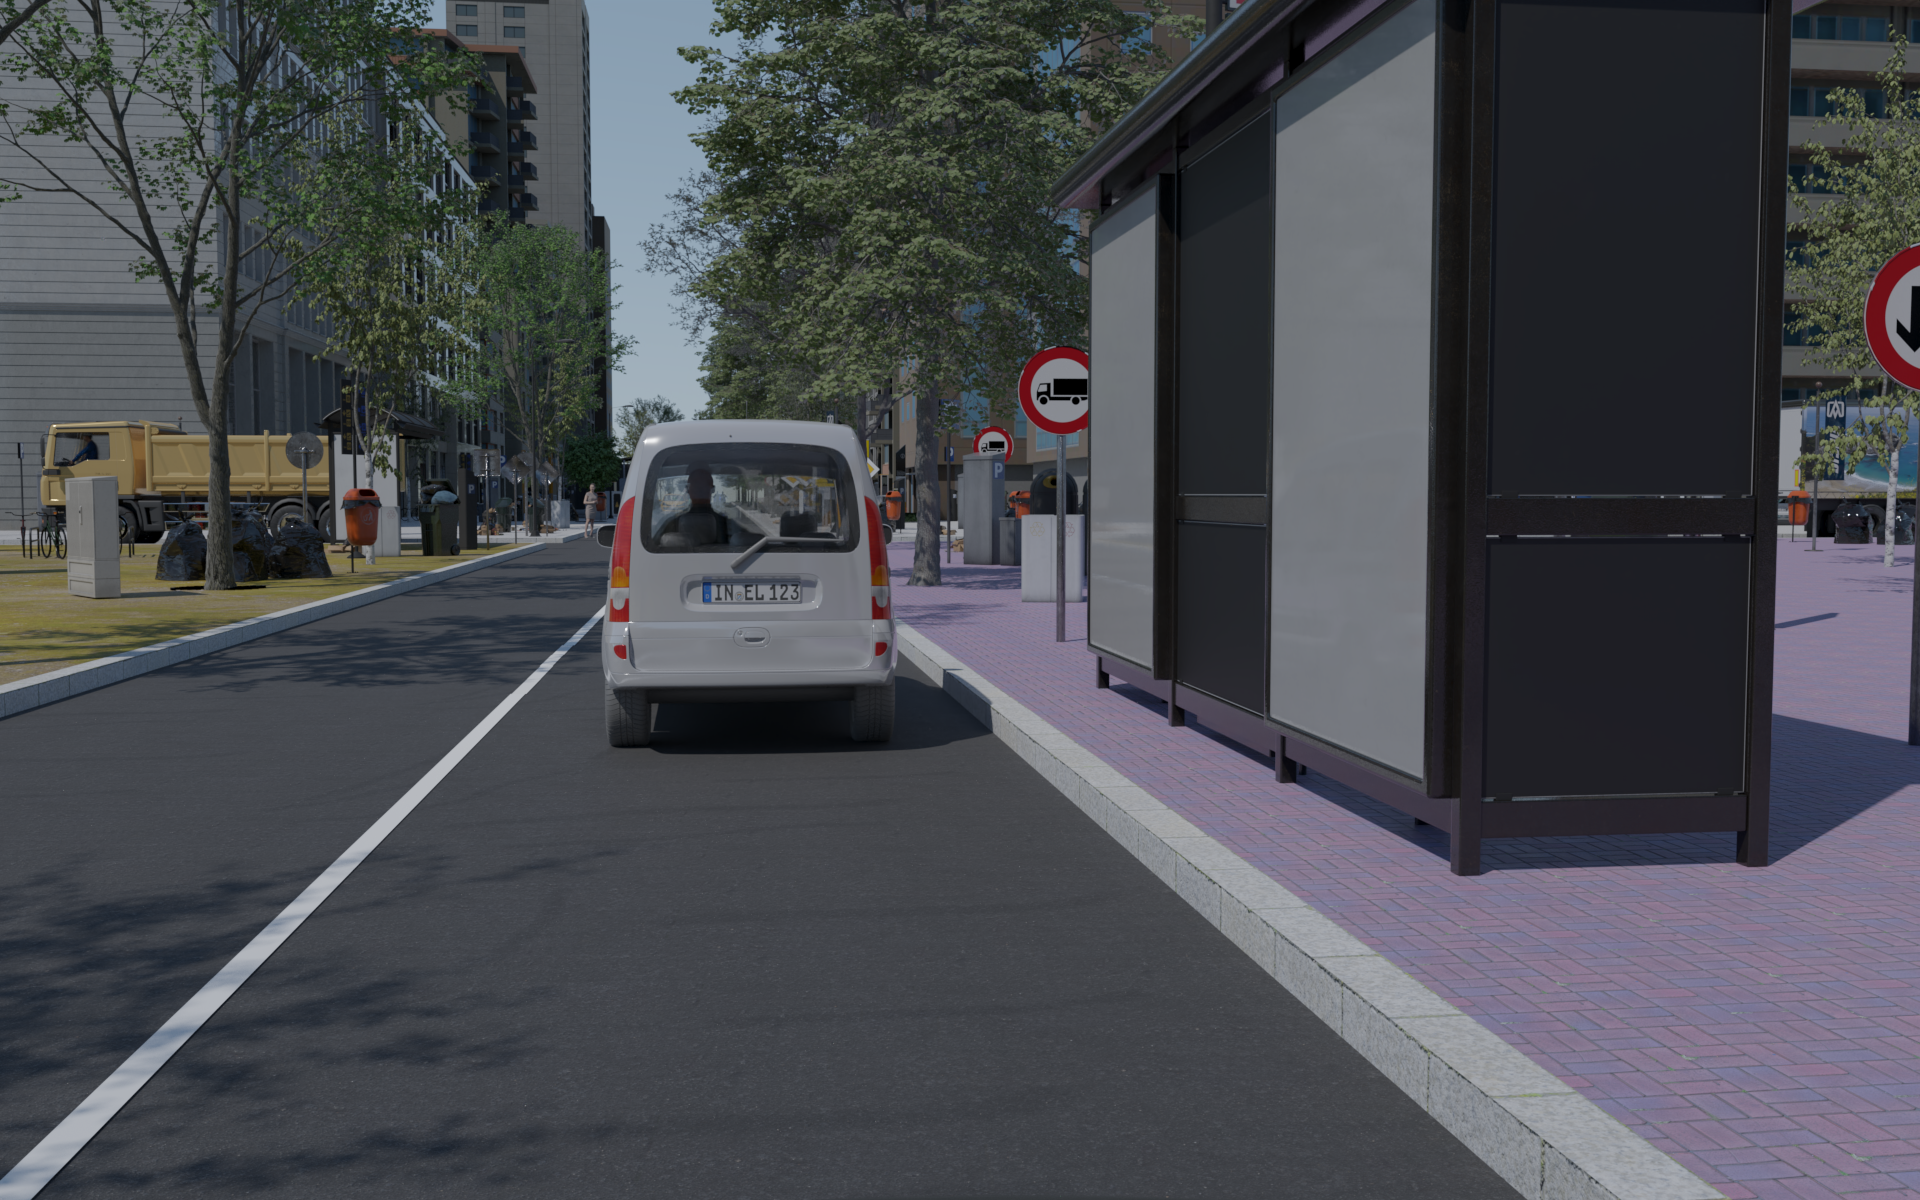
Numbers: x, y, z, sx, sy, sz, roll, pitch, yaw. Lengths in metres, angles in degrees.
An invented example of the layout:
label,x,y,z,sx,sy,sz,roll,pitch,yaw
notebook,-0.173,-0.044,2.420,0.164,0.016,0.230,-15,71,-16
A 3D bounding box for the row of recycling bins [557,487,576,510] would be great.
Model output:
label,x,y,z,sx,sy,sz,roll,pitch,yaw
row of recycling bins,-24.105,-6.136,107.439,1.069,1.692,3.534,-2,4,-30

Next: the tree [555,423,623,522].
label,x,y,z,sx,sy,sz,roll,pitch,yaw
tree,-16.973,-5.864,79.592,4.285,4.588,4.351,0,3,0

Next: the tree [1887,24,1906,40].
label,x,y,z,sx,sy,sz,roll,pitch,yaw
tree,12.416,-4.340,21.318,4.737,8.622,4.395,0,3,0

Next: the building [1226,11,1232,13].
label,x,y,z,sx,sy,sz,roll,pitch,yaw
building,10.964,-25.807,72.049,14.200,45.320,14.600,0,4,-8

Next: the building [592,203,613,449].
label,x,y,z,sx,sy,sz,roll,pitch,yaw
building,-61.629,-37.881,269.472,14.600,45.320,14.200,0,4,-8

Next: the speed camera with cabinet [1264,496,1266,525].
label,x,y,z,sx,sy,sz,roll,pitch,yaw
speed camera with cabinet,7.970,-3.071,44.554,2.038,3.252,0.660,-3,4,-38

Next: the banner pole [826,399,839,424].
label,x,y,z,sx,sy,sz,roll,pitch,yaw
banner pole,-3.348,-3.407,45.721,0.401,3.779,0.863,-2,4,-29

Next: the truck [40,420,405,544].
label,x,y,z,sx,sy,sz,roll,pitch,yaw
truck,-20.263,-3.114,46.843,9.791,3.379,3.469,0,4,-8

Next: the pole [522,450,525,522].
label,x,y,z,sx,sy,sz,roll,pitch,yaw
pole,-20.238,-5.294,80.403,0.158,3.312,0.155,0,3,0

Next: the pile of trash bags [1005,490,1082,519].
label,x,y,z,sx,sy,sz,roll,pitch,yaw
pile of trash bags,2.974,-2.882,56.875,3.447,1.369,1.912,3,5,41

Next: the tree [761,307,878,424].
label,x,y,z,sx,sy,sz,roll,pitch,yaw
tree,-5.034,-6.713,60.125,4.360,8.622,3.978,0,3,0

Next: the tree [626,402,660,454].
label,x,y,z,sx,sy,sz,roll,pitch,yaw
tree,-24.827,-11.465,137.807,4.360,8.622,3.978,0,3,0

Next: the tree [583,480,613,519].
label,x,y,z,sx,sy,sz,roll,pitch,yaw
tree,-18.407,-5.690,87.635,1.663,3.219,1.824,0,3,0

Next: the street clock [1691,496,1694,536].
label,x,y,z,sx,sy,sz,roll,pitch,yaw
street clock,16.700,-2.135,39.474,0.471,2.002,0.358,1,4,11

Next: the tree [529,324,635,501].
label,x,y,z,sx,sy,sz,roll,pitch,yaw
tree,-17.024,-7.484,72.732,4.737,8.622,4.395,0,3,0

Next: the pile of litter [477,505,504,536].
label,x,y,z,sx,sy,sz,roll,pitch,yaw
pile of litter,-14.825,-2.438,53.825,1.176,0.858,1.719,-2,4,-28

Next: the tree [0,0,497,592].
label,x,y,z,sx,sy,sz,roll,pitch,yaw
tree,-9.991,-5.932,22.750,9.928,11.665,9.643,0,3,0

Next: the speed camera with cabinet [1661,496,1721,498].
label,x,y,z,sx,sy,sz,roll,pitch,yaw
speed camera with cabinet,26.592,-4.201,63.014,0.660,3.252,2.038,-3,4,-37

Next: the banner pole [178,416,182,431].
label,x,y,z,sx,sy,sz,roll,pitch,yaw
banner pole,-25.049,-4.015,55.668,0.401,3.779,0.863,-1,4,-17

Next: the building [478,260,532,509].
label,x,y,z,sx,sy,sz,roll,pitch,yaw
building,-49.796,-17.914,137.933,27.650,21.520,28.899,0,4,-8

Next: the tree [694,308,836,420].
label,x,y,z,sx,sy,sz,roll,pitch,yaw
tree,-12.216,-12.373,108.955,9.857,13.997,8.962,0,3,0

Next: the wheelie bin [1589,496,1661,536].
label,x,y,z,sx,sy,sz,roll,pitch,yaw
wheelie bin,8.235,-0.833,21.536,0.693,1.594,0.980,-2,4,-25

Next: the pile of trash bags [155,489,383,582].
label,x,y,z,sx,sy,sz,roll,pitch,yaw
pile of trash bags,-10.453,-1.040,26.758,1.912,1.369,3.447,2,4,34

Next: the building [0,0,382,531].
label,x,y,z,sx,sy,sz,roll,pitch,yaw
building,-33.490,-18.164,74.470,11.434,29.767,29.804,0,4,-8

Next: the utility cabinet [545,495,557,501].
label,x,y,z,sx,sy,sz,roll,pitch,yaw
utility cabinet,-26.510,-6.196,112.473,0.306,1.237,1.020,2,4,35

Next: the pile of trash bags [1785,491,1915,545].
label,x,y,z,sx,sy,sz,roll,pitch,yaw
pile of trash bags,23.227,-2.165,45.145,1.912,1.369,3.447,-3,4,-37

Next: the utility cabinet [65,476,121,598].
label,x,y,z,sx,sy,sz,roll,pitch,yaw
utility cabinet,-10.794,-0.786,21.524,0.318,1.500,1.173,-3,5,-41

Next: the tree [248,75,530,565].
label,x,y,z,sx,sy,sz,roll,pitch,yaw
tree,-10.514,-4.955,31.371,4.737,8.622,4.395,0,3,0

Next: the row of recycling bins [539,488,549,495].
label,x,y,z,sx,sy,sz,roll,pitch,yaw
row of recycling bins,-28.700,-6.892,119.794,1.069,1.692,3.534,-1,4,-10

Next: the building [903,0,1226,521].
label,x,y,z,sx,sy,sz,roll,pitch,yaw
building,4.443,-26.860,89.272,14.600,45.320,14.200,0,4,-8

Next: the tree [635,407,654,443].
label,x,y,z,sx,sy,sz,roll,pitch,yaw
tree,-27.244,-11.921,145.268,4.737,8.622,4.395,0,3,0

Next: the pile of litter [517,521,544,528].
label,x,y,z,sx,sy,sz,roll,pitch,yaw
pile of litter,-16.426,-3.249,67.083,1.719,0.858,1.176,-3,5,-40

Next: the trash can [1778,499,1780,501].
label,x,y,z,sx,sy,sz,roll,pitch,yaw
trash can,22.298,-2.223,47.999,0.748,1.137,0.748,0,3,0

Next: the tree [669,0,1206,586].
label,x,y,z,sx,sy,sz,roll,pitch,yaw
tree,-0.385,-6.503,24.451,7.486,12.596,7.792,0,3,0

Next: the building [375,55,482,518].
label,x,y,z,sx,sy,sz,roll,pitch,yaw
building,-41.542,-18.420,105.682,19.350,26.468,34.151,0,4,-8

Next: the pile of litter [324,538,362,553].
label,x,y,z,sx,sy,sz,roll,pitch,yaw
pile of litter,-13.234,-1.457,37.784,1.176,0.858,1.719,-3,5,-41

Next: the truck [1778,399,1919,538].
label,x,y,z,sx,sy,sz,roll,pitch,yaw
truck,30.257,-3.921,53.017,11.283,4.237,2.839,0,4,-7

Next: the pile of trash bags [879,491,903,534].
label,x,y,z,sx,sy,sz,roll,pitch,yaw
pile of trash bags,-2.849,-2.899,57.148,1.912,1.369,3.447,-2,4,-31

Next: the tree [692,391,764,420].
label,x,y,z,sx,sy,sz,roll,pitch,yaw
tree,-34.799,-25.124,266.667,12.611,20.169,13.585,0,3,0

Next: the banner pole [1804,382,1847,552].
label,x,y,z,sx,sy,sz,roll,pitch,yaw
banner pole,19.384,-2.979,38.730,0.863,3.779,0.401,0,4,2

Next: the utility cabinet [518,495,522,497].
label,x,y,z,sx,sy,sz,roll,pitch,yaw
utility cabinet,-29.943,-6.568,118.548,0.306,1.237,1.020,0,4,6

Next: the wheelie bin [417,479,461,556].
label,x,y,z,sx,sy,sz,roll,pitch,yaw
wheelie bin,-10.793,-1.712,35.907,0.980,1.594,0.693,2,4,28

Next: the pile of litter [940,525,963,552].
label,x,y,z,sx,sy,sz,roll,pitch,yaw
pile of litter,0.311,-1.519,38.805,1.719,0.858,1.176,-3,4,-37

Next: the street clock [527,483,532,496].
label,x,y,z,sx,sy,sz,roll,pitch,yaw
street clock,-26.621,-6.276,107.176,0.471,2.002,0.358,-3,5,-44

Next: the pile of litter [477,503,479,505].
label,x,y,z,sx,sy,sz,roll,pitch,yaw
pile of litter,-28.462,-5.431,102.769,1.176,0.858,1.719,0,4,-3

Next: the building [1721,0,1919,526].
label,x,y,z,sx,sy,sz,roll,pitch,yaw
building,39.872,-27.872,79.409,21.600,48.544,21.300,0,4,-8

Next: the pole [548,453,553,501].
label,x,y,z,sx,sy,sz,roll,pitch,yaw
pole,-20.439,-5.667,86.506,0.158,3.312,0.155,0,3,0

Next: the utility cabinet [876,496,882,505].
label,x,y,z,sx,sy,sz,roll,pitch,yaw
utility cabinet,-3.268,-3.077,61.476,1.020,1.237,0.306,0,4,1

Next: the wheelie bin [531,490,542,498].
label,x,y,z,sx,sy,sz,roll,pitch,yaw
wheelie bin,-27.792,-6.472,113.732,0.980,1.594,0.693,3,4,36

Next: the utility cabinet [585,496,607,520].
label,x,y,z,sx,sy,sz,roll,pitch,yaw
utility cabinet,-18.038,-4.568,85.850,1.020,1.237,0.306,0,4,1

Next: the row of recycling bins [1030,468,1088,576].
label,x,y,z,sx,sy,sz,roll,pitch,yaw
row of recycling bins,2.655,-1.221,27.071,3.534,1.692,1.069,2,4,33

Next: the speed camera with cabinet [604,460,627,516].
label,x,y,z,sx,sy,sz,roll,pitch,yaw
speed camera with cabinet,-19.762,-6.491,100.456,0.660,3.252,2.038,2,4,28

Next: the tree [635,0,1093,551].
label,x,y,z,sx,sy,sz,roll,pitch,yaw
tree,-2.124,-7.872,39.085,12.009,13.543,11.850,0,3,0

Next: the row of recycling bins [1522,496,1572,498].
label,x,y,z,sx,sy,sz,roll,pitch,yaw
row of recycling bins,27.078,-4.426,79.482,3.534,1.692,1.069,-2,4,-26

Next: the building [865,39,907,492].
label,x,y,z,sx,sy,sz,roll,pitch,yaw
building,2.574,-30.858,159.155,22.147,44.769,28.867,0,4,-8

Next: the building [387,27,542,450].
label,x,y,z,sx,sy,sz,roll,pitch,yaw
building,-52.314,-31.276,165.979,22.147,44.769,28.867,0,4,-8

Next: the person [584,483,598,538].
label,x,y,z,sx,sy,sz,roll,pitch,yaw
person,-12.003,-2.909,56.401,0.374,1.781,0.599,3,5,44

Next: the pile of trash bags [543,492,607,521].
label,x,y,z,sx,sy,sz,roll,pitch,yaw
pile of trash bags,-18.687,-4.488,83.130,3.447,1.369,1.912,-1,4,-8

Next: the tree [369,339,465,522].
label,x,y,z,sx,sy,sz,roll,pitch,yaw
tree,-24.813,-7.840,78.549,4.360,8.622,3.978,0,3,0

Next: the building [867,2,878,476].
label,x,y,z,sx,sy,sz,roll,pitch,yaw
building,-0.907,-45.538,182.796,20.563,71.187,20.611,0,4,-8
